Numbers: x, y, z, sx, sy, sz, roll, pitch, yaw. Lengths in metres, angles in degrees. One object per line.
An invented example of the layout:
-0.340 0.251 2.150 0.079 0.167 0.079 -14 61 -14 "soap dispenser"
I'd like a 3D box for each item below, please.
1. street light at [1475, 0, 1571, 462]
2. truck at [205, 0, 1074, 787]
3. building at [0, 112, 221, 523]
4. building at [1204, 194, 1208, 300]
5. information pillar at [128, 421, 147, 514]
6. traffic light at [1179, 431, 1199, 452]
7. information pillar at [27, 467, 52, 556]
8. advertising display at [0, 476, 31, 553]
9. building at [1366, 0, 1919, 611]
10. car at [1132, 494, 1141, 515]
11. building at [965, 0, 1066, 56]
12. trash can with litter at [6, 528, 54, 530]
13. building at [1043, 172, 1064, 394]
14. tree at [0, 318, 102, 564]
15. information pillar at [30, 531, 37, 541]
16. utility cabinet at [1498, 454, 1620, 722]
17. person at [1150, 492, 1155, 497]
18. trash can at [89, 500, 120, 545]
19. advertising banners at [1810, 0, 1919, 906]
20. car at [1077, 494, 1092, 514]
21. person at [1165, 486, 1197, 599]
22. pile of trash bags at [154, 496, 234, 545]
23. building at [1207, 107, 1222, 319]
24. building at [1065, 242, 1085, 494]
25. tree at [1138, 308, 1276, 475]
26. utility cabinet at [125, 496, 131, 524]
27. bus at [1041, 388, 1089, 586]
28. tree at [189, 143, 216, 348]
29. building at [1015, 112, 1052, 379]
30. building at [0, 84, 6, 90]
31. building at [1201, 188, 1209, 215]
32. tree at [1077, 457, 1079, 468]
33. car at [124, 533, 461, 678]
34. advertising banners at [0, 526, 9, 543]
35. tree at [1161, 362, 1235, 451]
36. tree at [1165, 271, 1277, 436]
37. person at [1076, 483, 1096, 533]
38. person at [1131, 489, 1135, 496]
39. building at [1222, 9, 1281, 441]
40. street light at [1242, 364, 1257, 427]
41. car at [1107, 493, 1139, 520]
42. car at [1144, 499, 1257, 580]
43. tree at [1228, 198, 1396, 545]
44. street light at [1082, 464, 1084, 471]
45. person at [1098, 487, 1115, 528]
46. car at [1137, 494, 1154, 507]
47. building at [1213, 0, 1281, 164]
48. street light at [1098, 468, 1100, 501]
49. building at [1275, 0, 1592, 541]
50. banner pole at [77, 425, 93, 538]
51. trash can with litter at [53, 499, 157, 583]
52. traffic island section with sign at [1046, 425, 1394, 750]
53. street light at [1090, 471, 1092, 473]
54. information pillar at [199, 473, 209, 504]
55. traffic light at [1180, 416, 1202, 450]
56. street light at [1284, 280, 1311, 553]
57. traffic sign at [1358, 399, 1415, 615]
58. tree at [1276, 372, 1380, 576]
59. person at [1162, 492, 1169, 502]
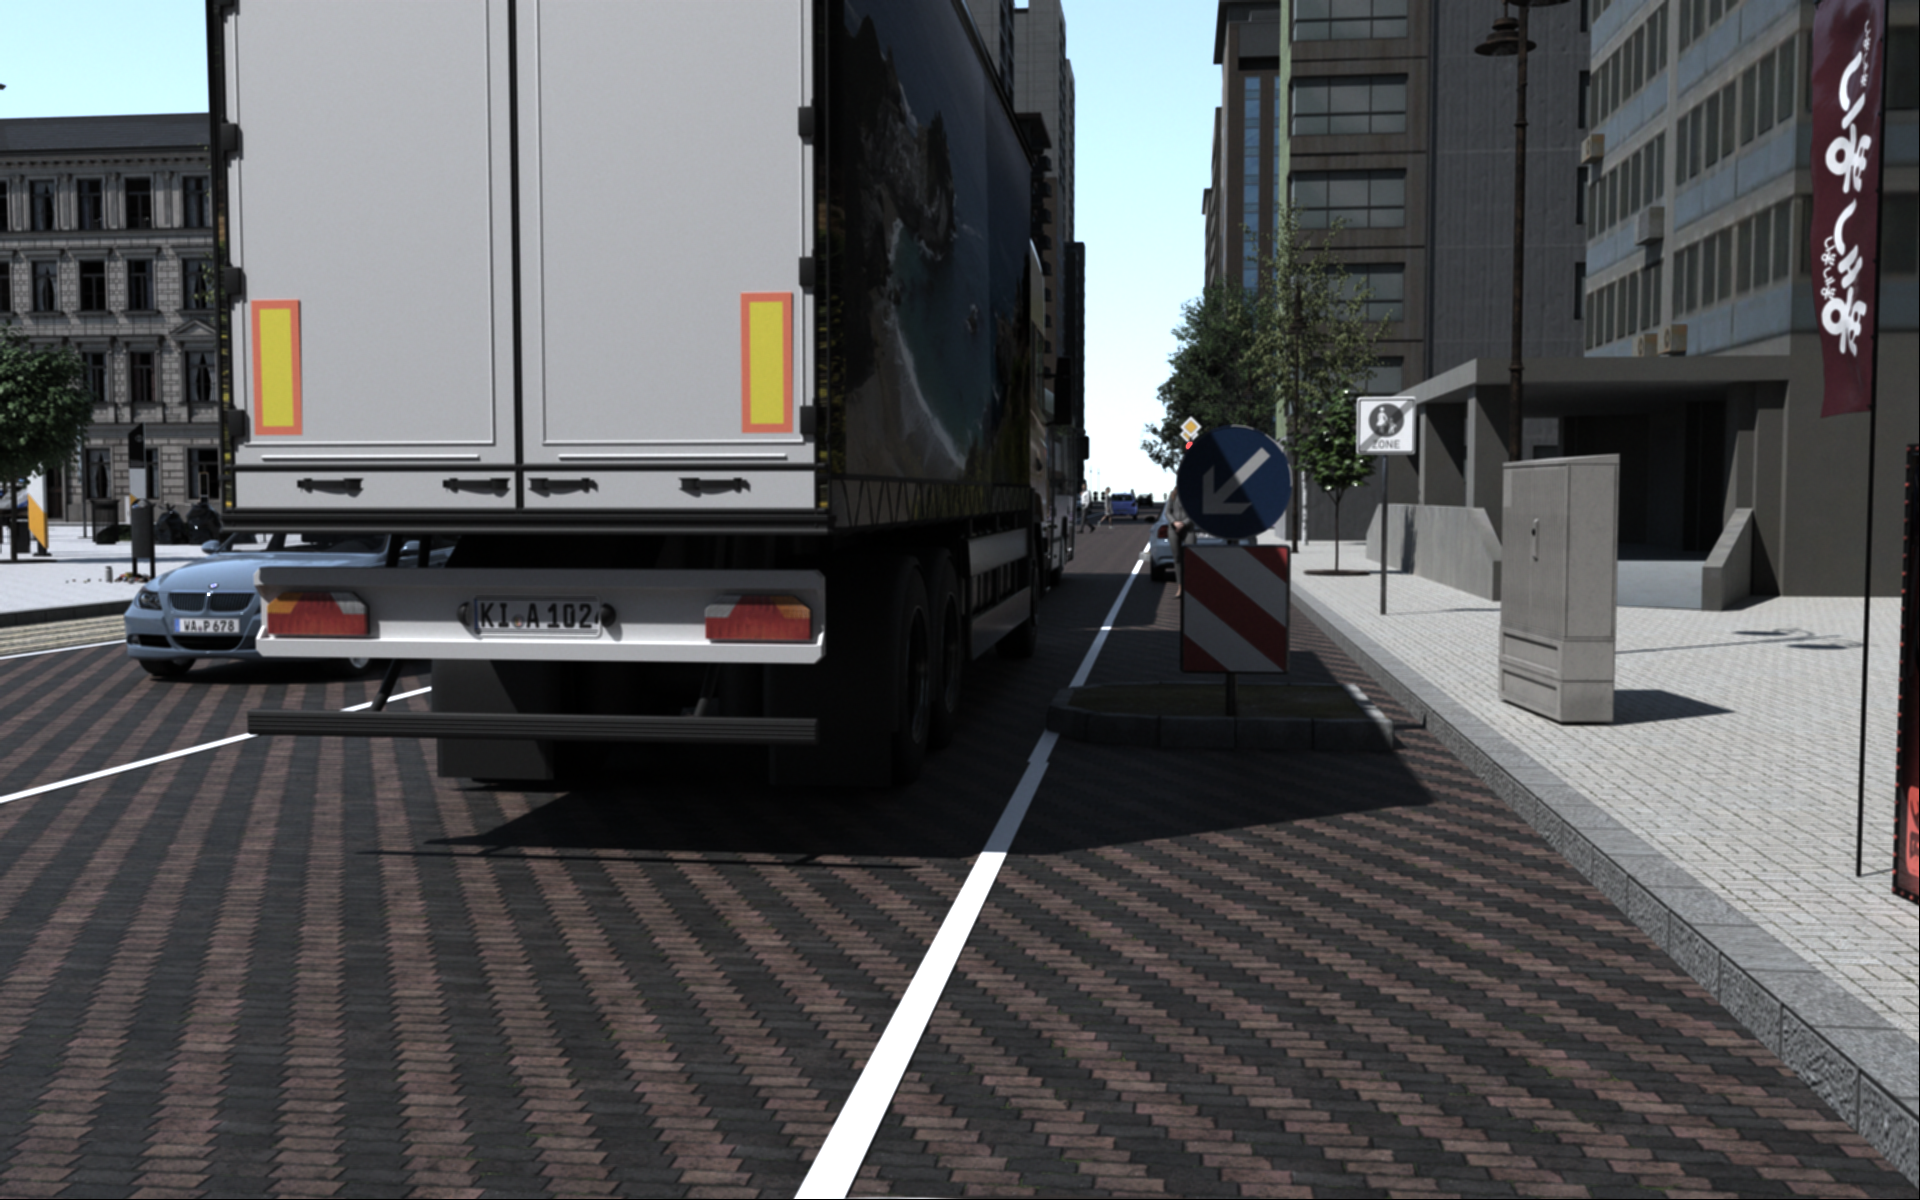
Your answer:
4.234 -2.468 13.135 0.468 5.910 1.993 0 4 7 "street light"
-0.925 -1.407 11.922 2.839 4.237 11.283 0 4 7 "truck"
-40.464 -13.309 82.223 19.286 19.102 10.561 0 4 7 "building"
47.912 -39.075 262.572 21.300 48.544 21.600 0 4 7 "building"
-26.475 -3.941 55.790 0.504 3.616 0.183 -1 4 -13 "information pillar"
9.262 -4.974 70.250 0.839 4.253 0.868 0 4 7 "traffic light"
-19.014 -2.711 35.671 0.504 3.616 0.183 2 4 25 "information pillar"
-20.353 -1.973 37.471 0.974 1.923 0.123 0 4 -8 "advertising display"
23.209 -20.336 24.376 32.217 40.220 23.993 0 4 7 "building"
11.249 -6.594 117.593 2.009 1.686 4.222 0 4 6 "car"
7.237 -49.986 255.524 20.563 71.187 20.611 0 4 7 "building"
-33.639 -3.164 62.788 1.678 1.210 2.233 -1 4 -18 "trash can with litter"
6.890 -36.009 238.850 14.600 45.320 14.200 0 4 7 "building"
-17.786 -2.974 32.342 4.285 4.588 4.351 0 3 0 "tree"
-25.526 -2.641 47.673 0.304 2.012 0.304 1 4 15 "information pillar"
3.467 -0.088 10.120 0.318 1.500 1.173 0 4 1 "utility cabinet"
29.684 -15.893 269.062 1.217 1.735 0.721 0 4 -6 "person"
-21.804 -1.990 44.186 0.748 1.137 0.748 0 3 0 "trash can"
2.999 -0.551 5.199 0.090 3.025 2.074 0 4 2 "advertising banners"
8.477 -6.924 125.000 2.131 1.459 4.920 1 4 9 "car"
3.044 -0.908 23.624 0.520 1.790 0.573 1 4 10 "person"
-19.034 -2.151 44.923 1.912 1.369 3.447 2 4 27 "pile of trash bags"
40.769 -35.632 206.291 21.300 48.544 21.600 0 4 7 "building"
12.359 -36.098 273.796 14.154 41.232 14.086 0 4 7 "building"
16.164 -11.610 106.825 9.611 12.733 9.660 0 3 0 "tree"
-31.212 -3.308 65.246 0.306 1.237 1.020 -2 4 -35 "utility cabinet"
-0.013 -1.807 24.401 2.948 3.499 13.247 0 4 8 "bus"
-10.793 -4.873 30.041 4.737 8.622 4.395 0 3 0 "tree"
-1.146 -33.138 196.427 22.147 44.769 28.867 0 4 7 "building"
-62.647 -17.642 85.711 25.104 27.353 12.463 0 4 7 "building"
54.465 -42.658 286.691 28.713 52.752 27.495 0 4 7 "building"
12.839 -16.265 216.300 4.360 8.622 3.978 0 3 0 "tree"
-5.384 -0.191 15.124 2.014 1.417 4.499 0 4 6 "car"
-25.014 -2.974 44.811 0.090 3.025 2.074 1 4 8 "advertising banners"
18.160 -12.671 125.301 7.486 12.596 7.792 0 3 0 "tree"
13.376 -9.556 82.001 9.928 11.665 9.643 0 3 0 "tree"
4.595 -3.360 63.535 0.850 1.850 0.679 -1 4 -22 "person"
12.585 -7.211 126.491 0.616 1.811 0.778 2 4 24 "person"
31.668 -31.300 161.859 14.600 45.320 14.200 0 4 7 "building"
10.286 -5.439 61.711 0.468 5.910 1.993 0 4 7 "street light"
9.026 -5.316 96.512 1.945 1.707 3.694 0 4 5 "car"
4.176 -1.095 29.909 2.014 1.417 4.499 0 4 7 "car"
8.630 -5.662 42.941 4.737 8.622 4.395 0 3 0 "tree"
18.119 -17.252 254.852 0.468 5.910 1.993 0 4 7 "street light"
6.134 -3.852 72.226 0.760 1.731 0.466 -2 4 -26 "person"
20.729 -11.282 194.240 2.009 1.686 4.222 1 4 9 "car"
41.108 -36.220 181.430 28.713 52.752 27.495 0 4 7 "building"
24.259 -20.211 303.241 0.468 5.910 1.993 0 4 7 "street light"
16.763 -22.553 52.340 14.154 41.232 14.086 0 4 7 "building"
-25.411 -3.673 50.078 0.401 3.779 0.863 -1 4 -14 "banner pole"
-11.796 -0.866 25.219 2.233 1.210 1.678 3 4 36 "trash can with litter"
1.564 -0.129 10.733 1.989 1.847 2.006 0 4 7 "traffic island section with sign"
21.080 -18.734 279.095 0.468 5.910 1.993 0 4 7 "street light"
-25.980 -3.367 59.549 0.304 2.012 0.304 -2 4 -24 "information pillar"
8.276 -4.490 62.326 0.839 4.253 0.868 0 4 7 "traffic light"
7.290 -3.960 37.541 0.468 5.910 1.993 0 4 7 "street light"
4.500 -0.992 18.350 0.606 2.300 0.079 1 4 9 "traffic sign"
6.063 -2.008 27.434 1.663 3.219 1.824 0 3 0 "tree"
35.978 -17.984 303.317 1.217 1.735 0.721 2 4 27 "person"
